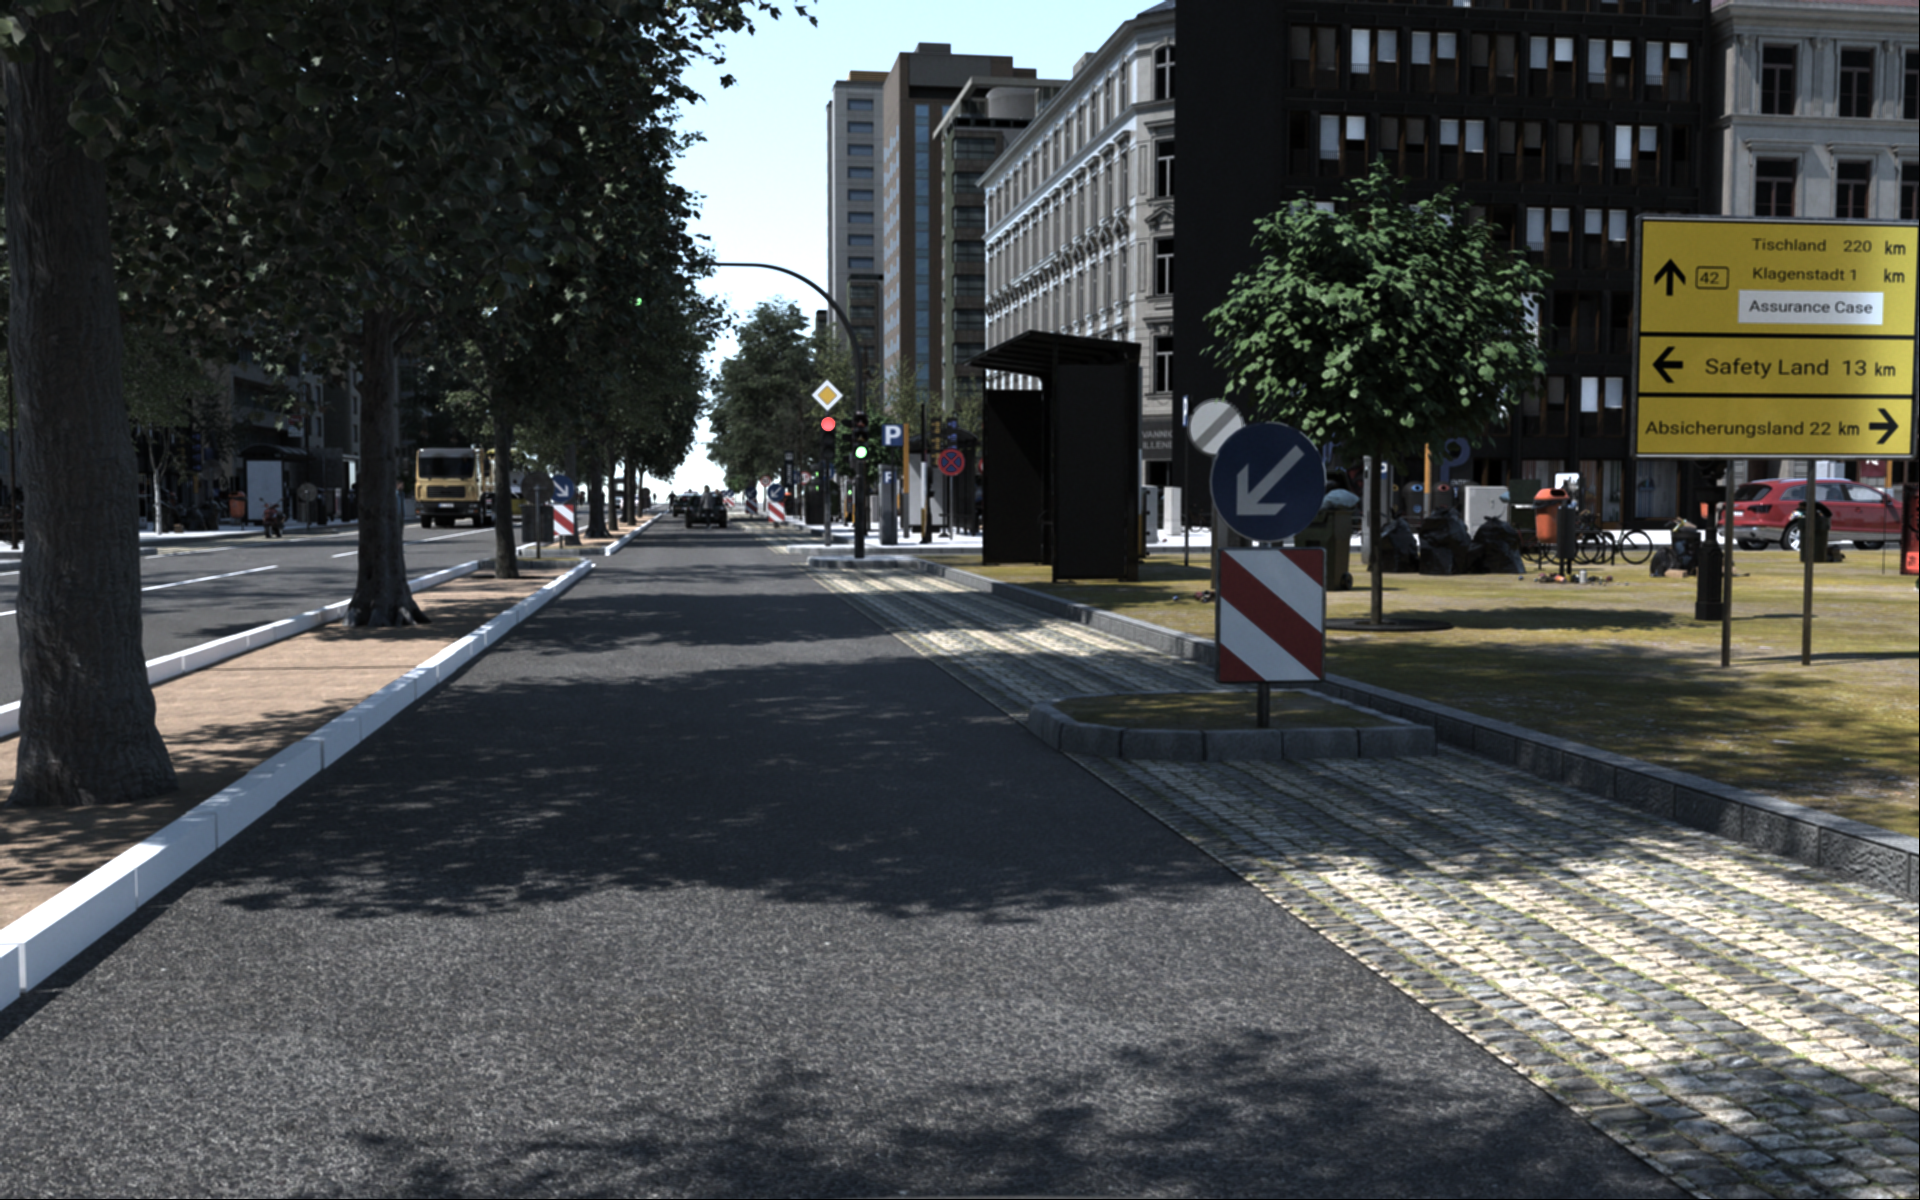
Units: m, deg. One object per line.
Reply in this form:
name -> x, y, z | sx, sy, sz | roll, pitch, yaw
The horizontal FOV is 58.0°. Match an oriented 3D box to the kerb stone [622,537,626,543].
kerb stone -> -9.517, -1.615, 48.593 | 0.120, 0.150, 1.000 | -1, 4, -9

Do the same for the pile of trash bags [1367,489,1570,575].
pile of trash bags -> 8.563, -1.147, 28.504 | 3.447, 1.369, 1.912 | -1, 4, -21

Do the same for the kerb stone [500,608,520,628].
kerb stone -> -4.881, 0.217, 18.647 | 0.120, 0.150, 1.000 | -1, 4, -9

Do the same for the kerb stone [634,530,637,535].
kerb stone -> -10.933, -2.172, 57.700 | 0.120, 0.150, 1.000 | -1, 4, -9

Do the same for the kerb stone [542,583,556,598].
kerb stone -> -5.662, -0.093, 23.713 | 0.120, 0.150, 1.000 | -1, 4, -9

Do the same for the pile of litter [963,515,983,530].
pile of litter -> 0.807, -2.949, 62.173 | 1.176, 0.858, 1.719 | -2, 4, -24

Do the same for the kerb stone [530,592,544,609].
kerb stone -> -5.339, 0.031, 21.687 | 0.120, 0.150, 1.000 | -1, 4, -9

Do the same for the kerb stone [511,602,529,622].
kerb stone -> -5.028, 0.159, 19.662 | 0.120, 0.150, 1.000 | -1, 4, -9

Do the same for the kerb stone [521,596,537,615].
kerb stone -> -5.181, 0.093, 20.675 | 0.120, 0.150, 1.000 | -1, 4, -9

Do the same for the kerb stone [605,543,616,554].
kerb stone -> -8.581, -1.243, 42.525 | 0.120, 0.150, 1.000 | -1, 4, -9

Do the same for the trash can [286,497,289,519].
trash can -> -32.678, -4.384, 83.333 | 0.748, 1.137, 0.748 | 0, 3, 0

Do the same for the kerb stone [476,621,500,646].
kerb stone -> -4.552, 0.341, 16.621 | 0.120, 0.150, 1.000 | -1, 4, -9

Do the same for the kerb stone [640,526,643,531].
kerb stone -> -12.029, -2.603, 64.784 | 0.120, 0.150, 1.000 | -1, 4, -9

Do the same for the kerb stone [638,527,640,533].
kerb stone -> -11.558, -2.419, 61.740 | 0.120, 0.150, 1.000 | -1, 4, -9

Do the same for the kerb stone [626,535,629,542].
kerb stone -> -9.825, -1.737, 50.617 | 0.120, 0.150, 1.000 | -1, 4, -9

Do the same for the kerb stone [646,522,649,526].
kerb stone -> -13.280, -3.099, 72.895 | 0.120, 0.150, 1.000 | -1, 4, -9

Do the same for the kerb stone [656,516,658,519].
kerb stone -> -16.116, -4.212, 91.115 | 0.120, 0.150, 1.000 | -1, 4, -9

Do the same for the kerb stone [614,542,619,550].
kerb stone -> -8.727, -1.305, 43.537 | 0.120, 0.150, 1.000 | -1, 4, -9

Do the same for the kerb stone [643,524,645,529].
kerb stone -> -12.500, -2.788, 67.839 | 0.120, 0.150, 1.000 | -1, 4, -9

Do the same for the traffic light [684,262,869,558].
traffic light -> -4.093, -3.634, 34.080 | 4.771, 5.953, 1.251 | -1, 4, -9

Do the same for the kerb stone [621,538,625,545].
kerb stone -> -9.359, -1.552, 47.578 | 0.120, 0.150, 1.000 | -1, 4, -9

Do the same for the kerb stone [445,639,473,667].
kerb stone -> -4.244, 0.466, 14.581 | 0.120, 0.150, 1.000 | -1, 4, -9

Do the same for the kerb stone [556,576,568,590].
kerb stone -> -5.968, -0.217, 25.736 | 0.120, 0.150, 1.000 | -1, 4, -9

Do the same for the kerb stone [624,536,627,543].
kerb stone -> -9.680, -1.673, 49.602 | 0.120, 0.150, 1.000 | -1, 4, -9

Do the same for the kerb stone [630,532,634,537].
kerb stone -> -10.460, -1.983, 54.671 | 0.120, 0.150, 1.000 | -1, 4, -9

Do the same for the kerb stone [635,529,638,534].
kerb stone -> -11.085, -2.233, 58.711 | 0.120, 0.150, 1.000 | -1, 4, -9

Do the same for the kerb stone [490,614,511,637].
kerb stone -> -4.713, 0.279, 17.635 | 0.120, 0.150, 1.000 | -1, 4, -9

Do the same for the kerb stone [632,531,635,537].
kerb stone -> -10.614, -2.048, 55.681 | 0.120, 0.150, 1.000 | -1, 4, -9

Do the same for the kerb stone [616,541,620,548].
kerb stone -> -8.889, -1.367, 44.546 | 0.120, 0.150, 1.000 | -1, 4, -9

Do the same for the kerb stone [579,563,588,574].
kerb stone -> -6.749, -0.526, 30.799 | 0.120, 0.150, 1.000 | -1, 4, -9

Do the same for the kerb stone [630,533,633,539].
kerb stone -> -10.296, -1.920, 53.659 | 0.120, 0.150, 1.000 | -1, 4, -9

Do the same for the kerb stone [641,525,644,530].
kerb stone -> -12.183, -2.663, 65.797 | 0.120, 0.150, 1.000 | -1, 4, -9

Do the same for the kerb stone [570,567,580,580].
kerb stone -> -6.444, -0.402, 28.766 | 0.120, 0.150, 1.000 | -1, 4, -9

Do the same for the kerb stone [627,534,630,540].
kerb stone -> -9.991, -1.801, 51.635 | 0.120, 0.150, 1.000 | -1, 4, -9

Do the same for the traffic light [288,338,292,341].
traffic light -> -17.772, -4.009, 40.208 | 4.771, 5.953, 1.251 | -1, 4, -9

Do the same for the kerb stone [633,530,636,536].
kerb stone -> -10.771, -2.110, 56.691 | 0.120, 0.150, 1.000 | -1, 4, -9

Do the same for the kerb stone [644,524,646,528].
kerb stone -> -12.652, -2.844, 68.850 | 0.120, 0.150, 1.000 | -1, 4, -9

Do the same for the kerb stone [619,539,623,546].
kerb stone -> -9.207, -1.491, 46.567 | 0.120, 0.150, 1.000 | -1, 4, -9

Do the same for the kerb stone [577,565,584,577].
kerb stone -> -6.596, -0.464, 29.784 | 0.120, 0.150, 1.000 | -1, 4, -9

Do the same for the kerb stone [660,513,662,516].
kerb stone -> -17.998, -4.958, 103.265 | 0.120, 0.150, 1.000 | -1, 4, -9

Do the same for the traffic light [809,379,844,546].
traffic light -> -3.264, -3.273, 42.431 | 0.839, 4.253, 0.868 | -1, 4, -9

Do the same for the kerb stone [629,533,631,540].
kerb stone -> -10.145, -1.861, 52.647 | 0.120, 0.150, 1.000 | -1, 4, -9

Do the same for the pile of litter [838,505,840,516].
pile of litter -> -5.844, -4.685, 90.566 | 1.176, 0.858, 1.719 | 1, 4, 15

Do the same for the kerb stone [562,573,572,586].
kerb stone -> -6.126, -0.278, 26.746 | 0.120, 0.150, 1.000 | -1, 4, -9

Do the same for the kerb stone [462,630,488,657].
kerb stone -> -4.400, 0.406, 15.601 | 0.120, 0.150, 1.000 | -1, 4, -9

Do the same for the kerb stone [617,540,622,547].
kerb stone -> -9.041, -1.428, 45.557 | 0.120, 0.150, 1.000 | -1, 4, -9

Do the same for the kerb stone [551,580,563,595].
kerb stone -> -5.806, -0.155, 24.725 | 0.120, 0.150, 1.000 | -1, 4, -9

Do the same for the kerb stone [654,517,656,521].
kerb stone -> -15.490, -3.967, 87.058 | 0.120, 0.150, 1.000 | -1, 4, -9

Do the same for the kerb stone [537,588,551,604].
kerb stone -> -5.500, -0.024, 22.699 | 0.120, 0.150, 1.000 | -1, 4, -9

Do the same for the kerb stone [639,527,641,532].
kerb stone -> -11.714, -2.480, 62.754 | 0.120, 0.150, 1.000 | -1, 4, -9

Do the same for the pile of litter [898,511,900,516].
pile of litter -> -3.304, -5.418, 102.552 | 1.719, 0.858, 1.176 | 2, 4, 27

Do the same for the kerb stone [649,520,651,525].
kerb stone -> -13.910, -3.349, 76.947 | 0.120, 0.150, 1.000 | -1, 4, -9

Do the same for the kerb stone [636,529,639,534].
kerb stone -> -11.237, -2.295, 59.721 | 0.120, 0.150, 1.000 | -1, 4, -9

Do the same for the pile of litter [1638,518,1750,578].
pile of litter -> 11.537, -0.798, 27.010 | 1.719, 0.858, 1.176 | 0, 4, -3

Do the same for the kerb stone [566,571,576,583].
kerb stone -> -6.287, -0.332, 27.756 | 0.120, 0.150, 1.000 | -1, 4, -9

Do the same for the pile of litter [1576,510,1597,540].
pile of litter -> 17.251, -2.121, 48.646 | 1.719, 0.858, 1.176 | -3, 4, -38

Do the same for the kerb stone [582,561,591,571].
kerb stone -> -6.917, -0.584, 31.807 | 0.120, 0.150, 1.000 | -1, 4, -9
